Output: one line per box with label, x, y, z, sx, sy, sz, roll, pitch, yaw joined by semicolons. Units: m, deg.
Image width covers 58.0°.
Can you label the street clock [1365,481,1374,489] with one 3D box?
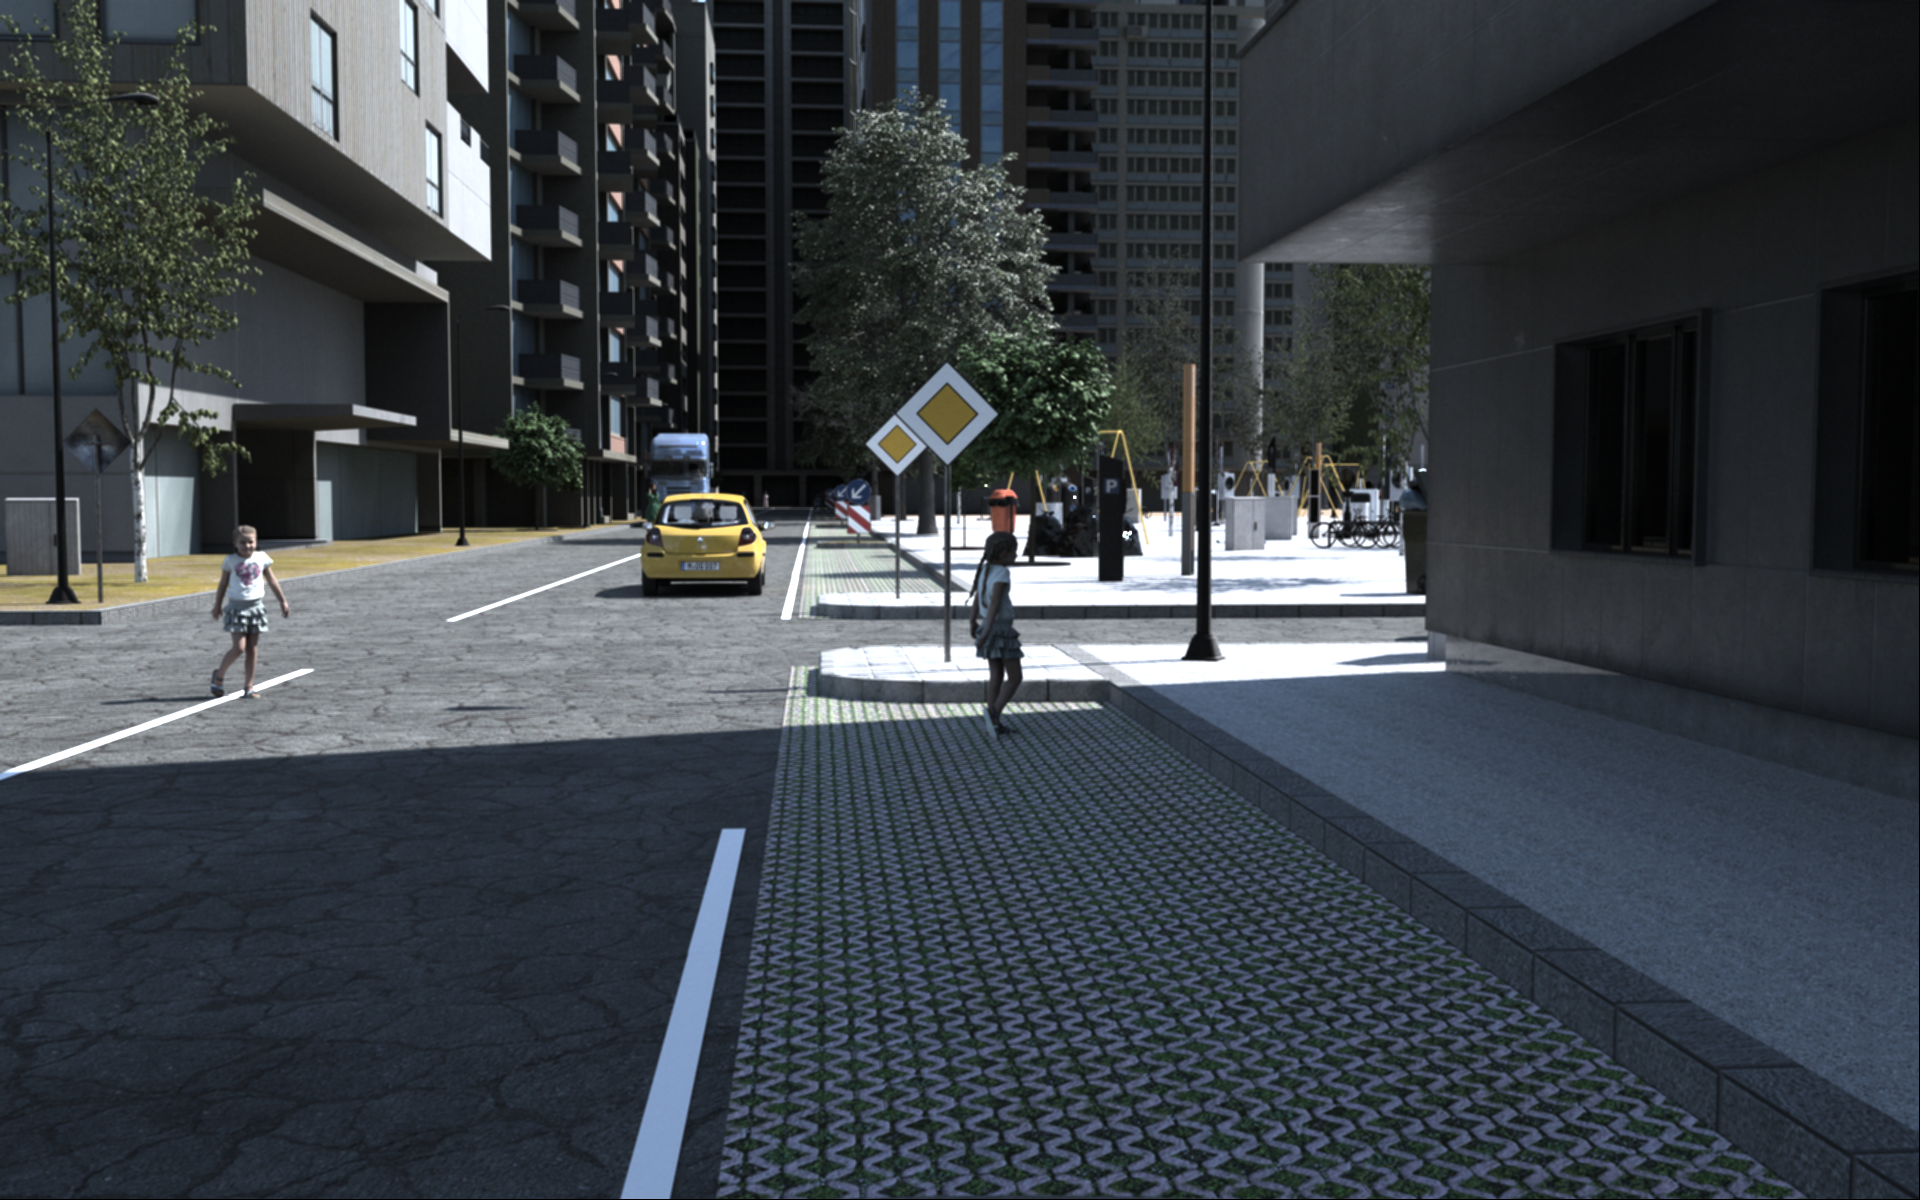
street clock;22.859;-5.634;96.687;0.358;2.002;0.471;-3;4;-37

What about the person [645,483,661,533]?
person;-10.073;-2.940;56.813;0.600;1.795;0.529;-3;5;-45

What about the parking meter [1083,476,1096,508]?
parking meter;4.195;-3.062;55.773;0.399;1.863;0.255;2;4;32

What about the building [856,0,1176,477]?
building;4.253;-34.834;158.778;28.713;52.752;27.495;0;4;-5

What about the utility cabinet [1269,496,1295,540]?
utility cabinet;8.736;-2.270;48.277;1.020;1.237;0.306;1;4;15

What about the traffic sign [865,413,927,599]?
traffic sign;-0.764;-1.069;21.118;0.795;2.450;0.064;0;4;-5

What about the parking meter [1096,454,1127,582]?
parking meter;2.248;-1.209;25.482;0.399;1.863;0.255;1;4;9

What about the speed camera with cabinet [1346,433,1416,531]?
speed camera with cabinet;13.534;-3.766;55.910;2.038;3.252;0.660;1;4;20

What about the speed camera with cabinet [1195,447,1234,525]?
speed camera with cabinet;10.498;-4.723;71.550;2.038;3.252;0.660;-3;5;-43

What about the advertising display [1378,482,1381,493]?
advertising display;22.913;-5.363;92.907;0.974;1.923;0.123;0;4;1

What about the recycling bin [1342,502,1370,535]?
recycling bin;12.153;-2.485;53.176;0.722;1.027;0.722;1;4;22

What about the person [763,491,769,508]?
person;-19.262;-9.944;171.752;0.621;1.740;0.551;1;4;23

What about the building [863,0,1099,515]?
building;0.905;-28.353;113.676;14.600;45.320;14.200;0;4;-5

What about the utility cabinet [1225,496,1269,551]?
utility cabinet;6.496;-1.728;39.418;1.020;1.237;0.306;-3;4;-36

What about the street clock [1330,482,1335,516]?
street clock;21.100;-5.695;97.680;0.358;2.002;0.471;-1;4;-20

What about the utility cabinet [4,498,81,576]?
utility cabinet;-14.514;-0.994;27.420;1.020;1.237;0.306;-1;4;-21

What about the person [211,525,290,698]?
person;-5.035;0.076;12.273;0.505;1.210;0.382;-3;4;-38

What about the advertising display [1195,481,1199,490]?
advertising display;11.473;-4.875;84.914;0.123;1.923;0.974;3;5;42

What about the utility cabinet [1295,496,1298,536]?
utility cabinet;10.191;-2.611;53.850;0.306;1.237;1.020;-1;4;-8

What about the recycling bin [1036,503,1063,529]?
recycling bin;2.583;-2.367;51.251;0.722;1.027;0.722;2;4;28

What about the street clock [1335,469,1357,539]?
street clock;11.150;-2.767;49.809;0.471;2.002;0.358;2;4;28

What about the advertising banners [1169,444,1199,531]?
advertising banners;7.953;-3.941;60.621;0.090;3.025;2.074;-2;4;-31

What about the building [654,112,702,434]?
building;-27.086;-21.962;130.782;14.160;30.474;14.107;0;4;-5

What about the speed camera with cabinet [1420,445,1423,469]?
speed camera with cabinet;18.338;-4.668;70.658;0.660;3.252;2.038;-1;4;-11

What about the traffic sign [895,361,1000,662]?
traffic sign;-0.098;-0.582;13.160;0.795;2.450;0.064;0;4;-5

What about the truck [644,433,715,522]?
truck;-12.857;-5.681;82.639;2.967;4.110;18.799;0;4;-5

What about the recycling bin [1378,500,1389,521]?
recycling bin;19.179;-4.061;78.954;0.722;1.027;0.722;1;4;16

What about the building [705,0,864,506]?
building;-16.680;-45.888;188.527;20.611;71.187;20.563;0;4;-5

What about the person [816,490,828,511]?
person;-11.239;-8.117;141.928;1.217;1.743;0.721;-1;4;-22

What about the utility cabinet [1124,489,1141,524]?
utility cabinet;7.197;-4.028;74.534;1.173;1.500;0.318;2;4;28

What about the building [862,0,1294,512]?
building;8.671;-27.021;133.666;32.217;40.220;23.993;0;4;-5

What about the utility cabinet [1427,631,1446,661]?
utility cabinet;4.044;-0.156;13.714;0.306;1.237;1.020;3;5;39

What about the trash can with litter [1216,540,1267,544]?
trash can with litter;7.187;-2.093;45.277;1.678;1.210;2.233;2;4;30

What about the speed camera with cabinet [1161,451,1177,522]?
speed camera with cabinet;10.350;-5.241;80.027;2.038;3.252;0.660;1;4;15

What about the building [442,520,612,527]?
building;-25.525;-25.930;78.579;22.147;44.769;28.867;0;4;-5

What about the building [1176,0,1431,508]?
building;35.160;-38.062;164.318;28.212;58.520;21.231;0;4;-5

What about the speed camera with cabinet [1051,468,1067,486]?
speed camera with cabinet;5.695;-5.894;90.699;2.038;3.252;0.660;-3;5;-40

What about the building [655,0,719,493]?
building;-33.484;-32.728;158.803;21.600;48.544;21.300;0;4;-5

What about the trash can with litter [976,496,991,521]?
trash can with litter;1.661;-4.483;84.354;2.233;1.210;1.678;-2;4;-27

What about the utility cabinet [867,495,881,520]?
utility cabinet;-4.196;-4.499;84.718;0.306;1.237;1.020;-2;4;-27

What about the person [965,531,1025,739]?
person;0.158;0.200;10.249;0.382;1.210;0.505;-2;4;-30

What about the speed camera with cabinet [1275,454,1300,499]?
speed camera with cabinet;16.351;-5.649;86.696;0.660;3.252;2.038;-1;4;-11

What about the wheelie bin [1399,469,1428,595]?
wheelie bin;6.073;-0.879;22.281;0.980;1.594;0.693;-1;4;-22

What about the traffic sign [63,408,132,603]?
traffic sign;-10.128;-1.022;20.357;0.795;2.450;0.064;0;4;-5

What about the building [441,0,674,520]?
building;-29.633;-27.767;108.611;22.147;44.769;28.867;0;4;-5

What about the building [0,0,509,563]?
building;-27.288;-27.689;41.949;28.713;52.752;27.495;0;4;-5

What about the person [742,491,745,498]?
person;-20.908;-9.632;166.710;0.721;1.736;1.217;-1;4;-12
